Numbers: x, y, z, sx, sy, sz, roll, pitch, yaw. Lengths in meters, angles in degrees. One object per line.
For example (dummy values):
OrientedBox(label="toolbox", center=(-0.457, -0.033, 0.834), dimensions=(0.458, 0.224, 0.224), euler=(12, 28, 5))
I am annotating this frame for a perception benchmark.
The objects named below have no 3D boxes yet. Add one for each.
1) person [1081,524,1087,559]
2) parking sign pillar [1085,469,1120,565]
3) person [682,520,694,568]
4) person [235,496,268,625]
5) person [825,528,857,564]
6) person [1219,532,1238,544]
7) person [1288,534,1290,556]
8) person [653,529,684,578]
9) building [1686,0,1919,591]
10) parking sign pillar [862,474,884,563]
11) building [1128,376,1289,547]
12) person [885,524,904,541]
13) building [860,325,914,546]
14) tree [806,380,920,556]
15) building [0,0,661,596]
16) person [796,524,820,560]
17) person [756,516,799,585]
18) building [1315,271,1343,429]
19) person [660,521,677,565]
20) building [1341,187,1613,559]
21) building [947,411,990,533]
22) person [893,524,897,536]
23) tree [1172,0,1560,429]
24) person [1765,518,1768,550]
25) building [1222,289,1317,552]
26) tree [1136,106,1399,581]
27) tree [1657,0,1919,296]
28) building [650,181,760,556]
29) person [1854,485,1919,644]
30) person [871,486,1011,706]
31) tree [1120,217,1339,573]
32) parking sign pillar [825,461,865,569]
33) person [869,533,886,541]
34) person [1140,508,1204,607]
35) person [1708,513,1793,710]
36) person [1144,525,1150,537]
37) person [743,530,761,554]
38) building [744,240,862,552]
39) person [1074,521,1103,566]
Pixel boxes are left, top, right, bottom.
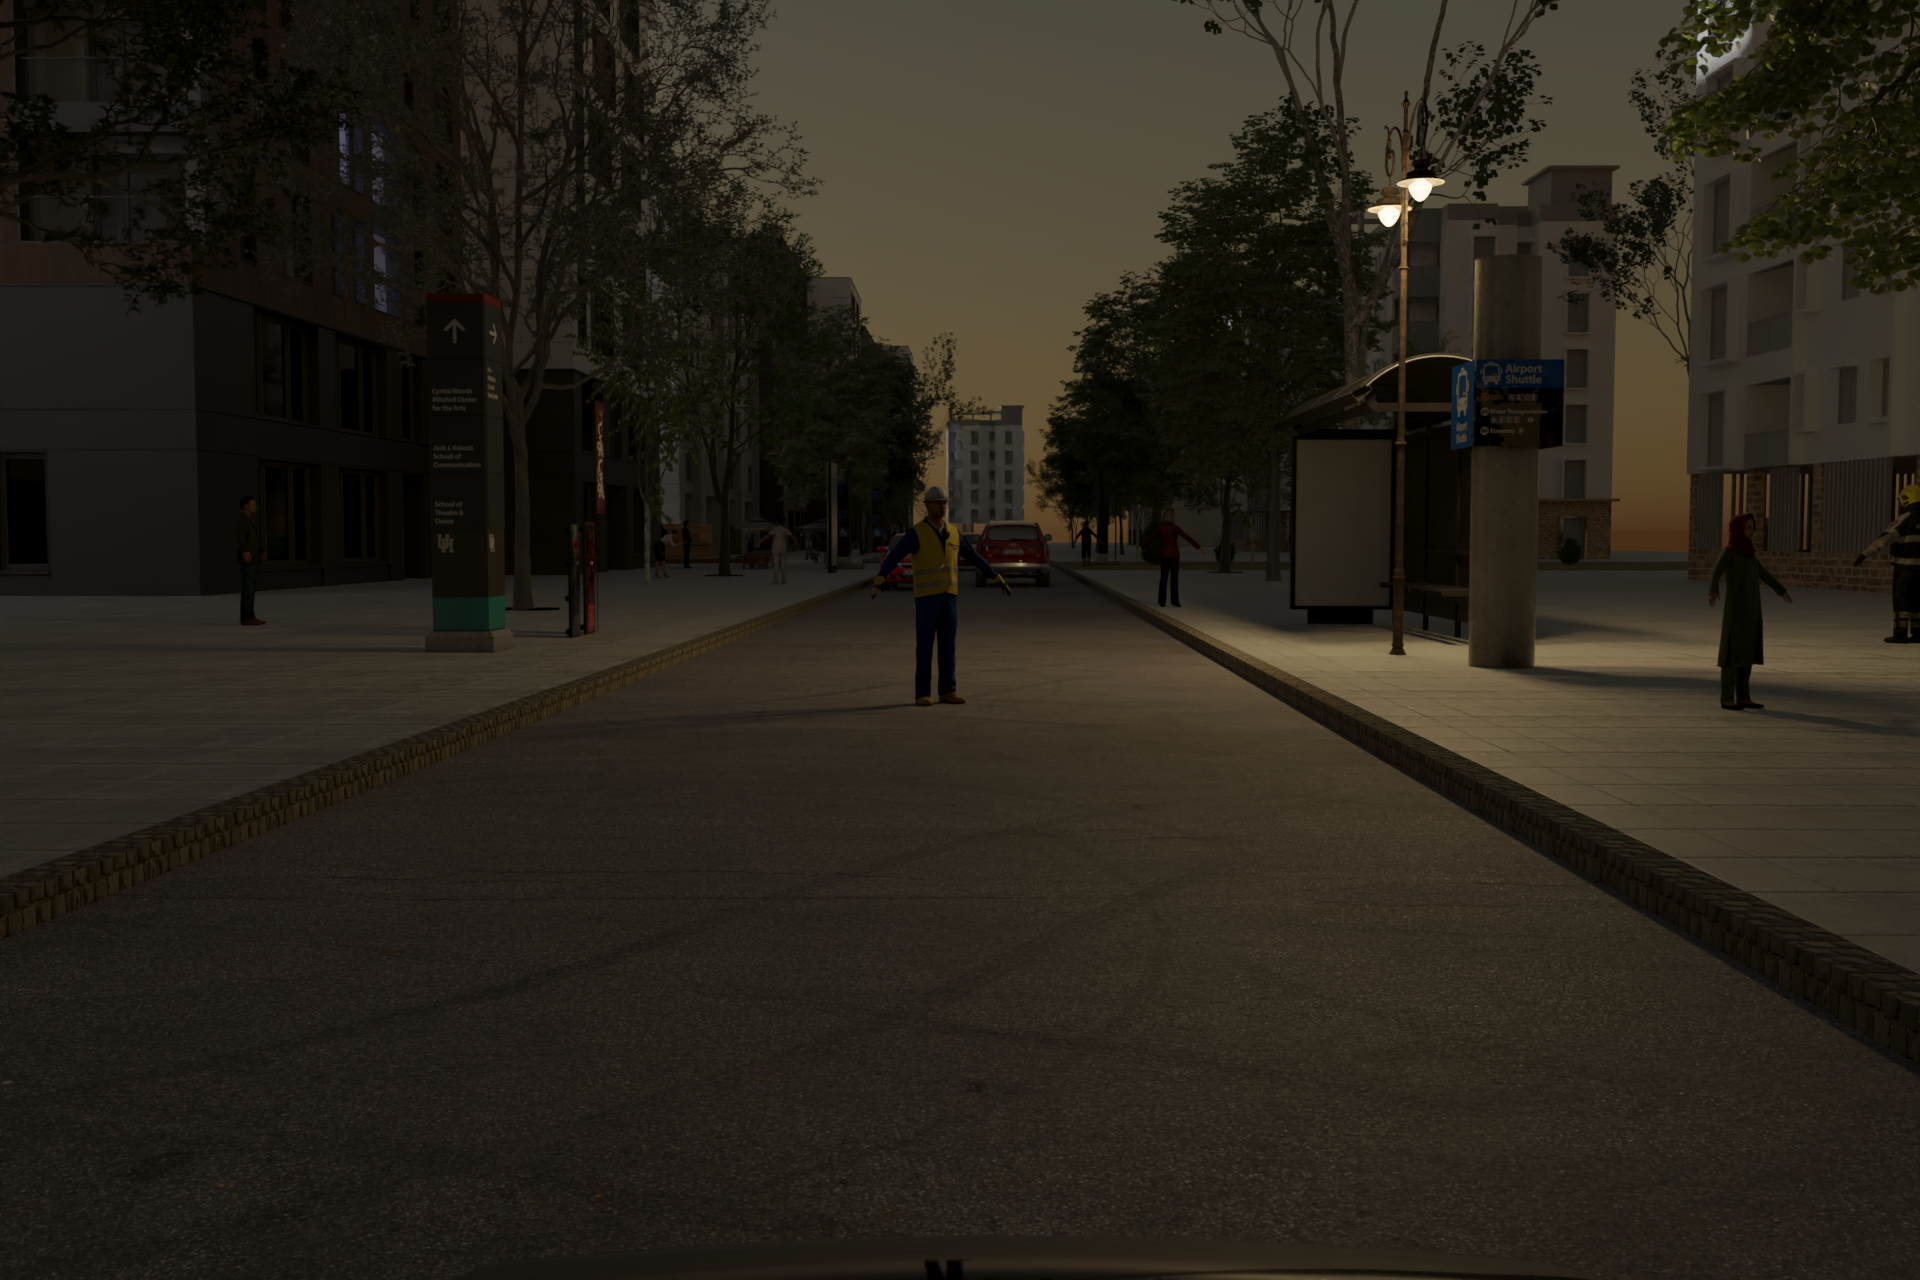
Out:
OrientedBox(label="person", center=(6.452, -5.123, 89.883), dimensions=(0.705, 1.813, 1.348), euler=(0, 4, -2))
OrientedBox(label="parking sign pillar", center=(5.978, -5.148, 72.634), dimensions=(1.447, 3.967, 1.447), euler=(0, 4, 1))
OrientedBox(label="person", center=(-10.261, -3.610, 65.213), dimensions=(0.705, 1.806, 1.347), euler=(0, 4, 3))
OrientedBox(label="person", center=(-10.004, -1.123, 24.427), dimensions=(0.705, 1.821, 1.348), euler=(-1, 4, -12))
OrientedBox(label="person", center=(-4.825, -3.930, 70.473), dimensions=(1.346, 1.802, 0.704), euler=(-1, 4, -12))
OrientedBox(label="person", center=(15.556, -5.724, 100.396), dimensions=(1.217, 1.733, 0.721), euler=(2, 4, 35))
OrientedBox(label="person", center=(19.074, -5.733, 99.671), dimensions=(0.705, 1.837, 1.347), euler=(0, 4, 1))
OrientedBox(label="person", center=(-8.570, -2.534, 50.660), dimensions=(0.628, 1.438, 0.799), euler=(3, 4, 37))
OrientedBox(label="building", center=(25.165, -11.566, 45.532), dimensions=(16.016, 20.090, 11.380), euler=(0, 4, 1))
OrientedBox(label="parking sign pillar", center=(-3.637, -5.405, 76.846), dimensions=(1.447, 3.967, 1.447), euler=(0, 4, 1))
OrientedBox(label="building", center=(27.566, -19.583, 186.646), dimensions=(16.747, 18.905, 31.486), euler=(0, 4, 2))
OrientedBox(label="person", center=(-2.837, -4.413, 78.869), dimensions=(1.216, 1.740, 0.721), euler=(1, 4, 18))
OrientedBox(label="building", center=(-19.593, -20.917, 185.961), dimensions=(27.936, 21.610, 32.646), euler=(0, 4, 1))
OrientedBox(label="tree", center=(-6.102, -10.293, 102.695), dimensions=(8.767, 10.594, 7.601), euler=(3, 5, 43))
OrientedBox(label="building", center=(-25.924, -12.690, 51.462), dimensions=(27.936, 21.610, 32.646), euler=(0, 4, 1))
OrientedBox(label="person", center=(-7.572, -4.914, 86.608), dimensions=(1.348, 1.796, 0.705), euler=(1, 4, 20))
OrientedBox(label="person", center=(-4.640, -2.286, 44.146), dimensions=(1.217, 1.739, 0.721), euler=(-2, 4, -34))
OrientedBox(label="building", center=(29.484, -16.011, 118.198), dimensions=(16.016, 20.090, 11.380), euler=(0, 4, 1))
OrientedBox(label="person", center=(-12.312, -3.997, 71.134), dimensions=(1.354, 1.856, 0.705), euler=(0, 4, -2))
OrientedBox(label="building", center=(27.693, -14.973, 101.221), dimensions=(16.016, 20.090, 11.380), euler=(0, 4, 1))
OrientedBox(label="building", center=(-1.659, -24.426, 258.249), dimensions=(11.380, 20.090, 16.016), euler=(0, 4, 2))
OrientedBox(label="person", center=(-3.184, -5.019, 88.526), dimensions=(0.721, 1.772, 1.216), euler=(0, 4, 3))
OrientedBox(label="tree", center=(8.828, -10.847, 33.230), dimensions=(12.611, 20.169, 13.585), euler=(0, 3, 0))
OrientedBox(label="person", center=(23.241, -2.657, 50.044), dimensions=(0.434, 1.755, 0.990), euler=(-2, 4, -27))
OrientedBox(label="building", center=(25.696, -17.024, 134.754), dimensions=(16.016, 20.090, 11.380), euler=(0, 4, 1))
OrientedBox(label="tree", center=(8.226, -7.856, 46.571), dimensions=(7.486, 12.596, 7.792), euler=(0, 3, 0))
OrientedBox(label="tree", center=(7.057, -5.572, 9.228), dimensions=(7.486, 12.596, 7.792), euler=(0, 3, 0))
OrientedBox(label="building", center=(-21.925, -14.271, 99.790), dimensions=(16.747, 18.905, 31.486), euler=(0, 4, 0))
OrientedBox(label="person", center=(11.131, -0.891, 20.330), dimensions=(1.351, 1.858, 0.704), euler=(-1, 4, -15))
OrientedBox(label="person", center=(-0.187, -0.376, 14.569), dimensions=(1.349, 1.833, 0.705), euler=(-2, 4, -32))
OrientedBox(label="tree", center=(8.874, -8.009, 56.701), dimensions=(9.928, 11.665, 9.643), euler=(0, 3, 0))
OrientedBox(label="parking sign pillar", center=(-4.230, -4.593, 63.563), dimensions=(1.447, 3.967, 1.447), euler=(0, 4, 2))
OrientedBox(label="person", center=(-4.388, -5.351, 93.681), dimensions=(0.705, 1.806, 1.347), euler=(-3, 5, -43))
OrientedBox(label="person", center=(3.708, -1.443, 30.404), dimensions=(1.215, 1.729, 0.721), euler=(2, 4, 31))
OrientedBox(label="person", center=(5.762, -0.211, 12.661), dimensions=(0.989, 1.438, 0.599), euler=(-2, 4, -34))
OrientedBox(label="person", center=(10.698, -5.646, 98.440), dimensions=(0.704, 1.817, 1.347), euler=(-1, 4, -20))
OrientedBox(label="person", center=(-10.477, -4.957, 86.906), dimensions=(0.705, 1.847, 1.347), euler=(2, 4, 33))
OrientedBox(label="building", center=(-22.637, -17.851, 135.841), dimensions=(27.936, 21.610, 32.646), euler=(0, 4, 0))
OrientedBox(label="person", center=(5.072, -3.845, 69.011), dimensions=(1.346, 1.812, 0.704), euler=(3, 4, 37))
